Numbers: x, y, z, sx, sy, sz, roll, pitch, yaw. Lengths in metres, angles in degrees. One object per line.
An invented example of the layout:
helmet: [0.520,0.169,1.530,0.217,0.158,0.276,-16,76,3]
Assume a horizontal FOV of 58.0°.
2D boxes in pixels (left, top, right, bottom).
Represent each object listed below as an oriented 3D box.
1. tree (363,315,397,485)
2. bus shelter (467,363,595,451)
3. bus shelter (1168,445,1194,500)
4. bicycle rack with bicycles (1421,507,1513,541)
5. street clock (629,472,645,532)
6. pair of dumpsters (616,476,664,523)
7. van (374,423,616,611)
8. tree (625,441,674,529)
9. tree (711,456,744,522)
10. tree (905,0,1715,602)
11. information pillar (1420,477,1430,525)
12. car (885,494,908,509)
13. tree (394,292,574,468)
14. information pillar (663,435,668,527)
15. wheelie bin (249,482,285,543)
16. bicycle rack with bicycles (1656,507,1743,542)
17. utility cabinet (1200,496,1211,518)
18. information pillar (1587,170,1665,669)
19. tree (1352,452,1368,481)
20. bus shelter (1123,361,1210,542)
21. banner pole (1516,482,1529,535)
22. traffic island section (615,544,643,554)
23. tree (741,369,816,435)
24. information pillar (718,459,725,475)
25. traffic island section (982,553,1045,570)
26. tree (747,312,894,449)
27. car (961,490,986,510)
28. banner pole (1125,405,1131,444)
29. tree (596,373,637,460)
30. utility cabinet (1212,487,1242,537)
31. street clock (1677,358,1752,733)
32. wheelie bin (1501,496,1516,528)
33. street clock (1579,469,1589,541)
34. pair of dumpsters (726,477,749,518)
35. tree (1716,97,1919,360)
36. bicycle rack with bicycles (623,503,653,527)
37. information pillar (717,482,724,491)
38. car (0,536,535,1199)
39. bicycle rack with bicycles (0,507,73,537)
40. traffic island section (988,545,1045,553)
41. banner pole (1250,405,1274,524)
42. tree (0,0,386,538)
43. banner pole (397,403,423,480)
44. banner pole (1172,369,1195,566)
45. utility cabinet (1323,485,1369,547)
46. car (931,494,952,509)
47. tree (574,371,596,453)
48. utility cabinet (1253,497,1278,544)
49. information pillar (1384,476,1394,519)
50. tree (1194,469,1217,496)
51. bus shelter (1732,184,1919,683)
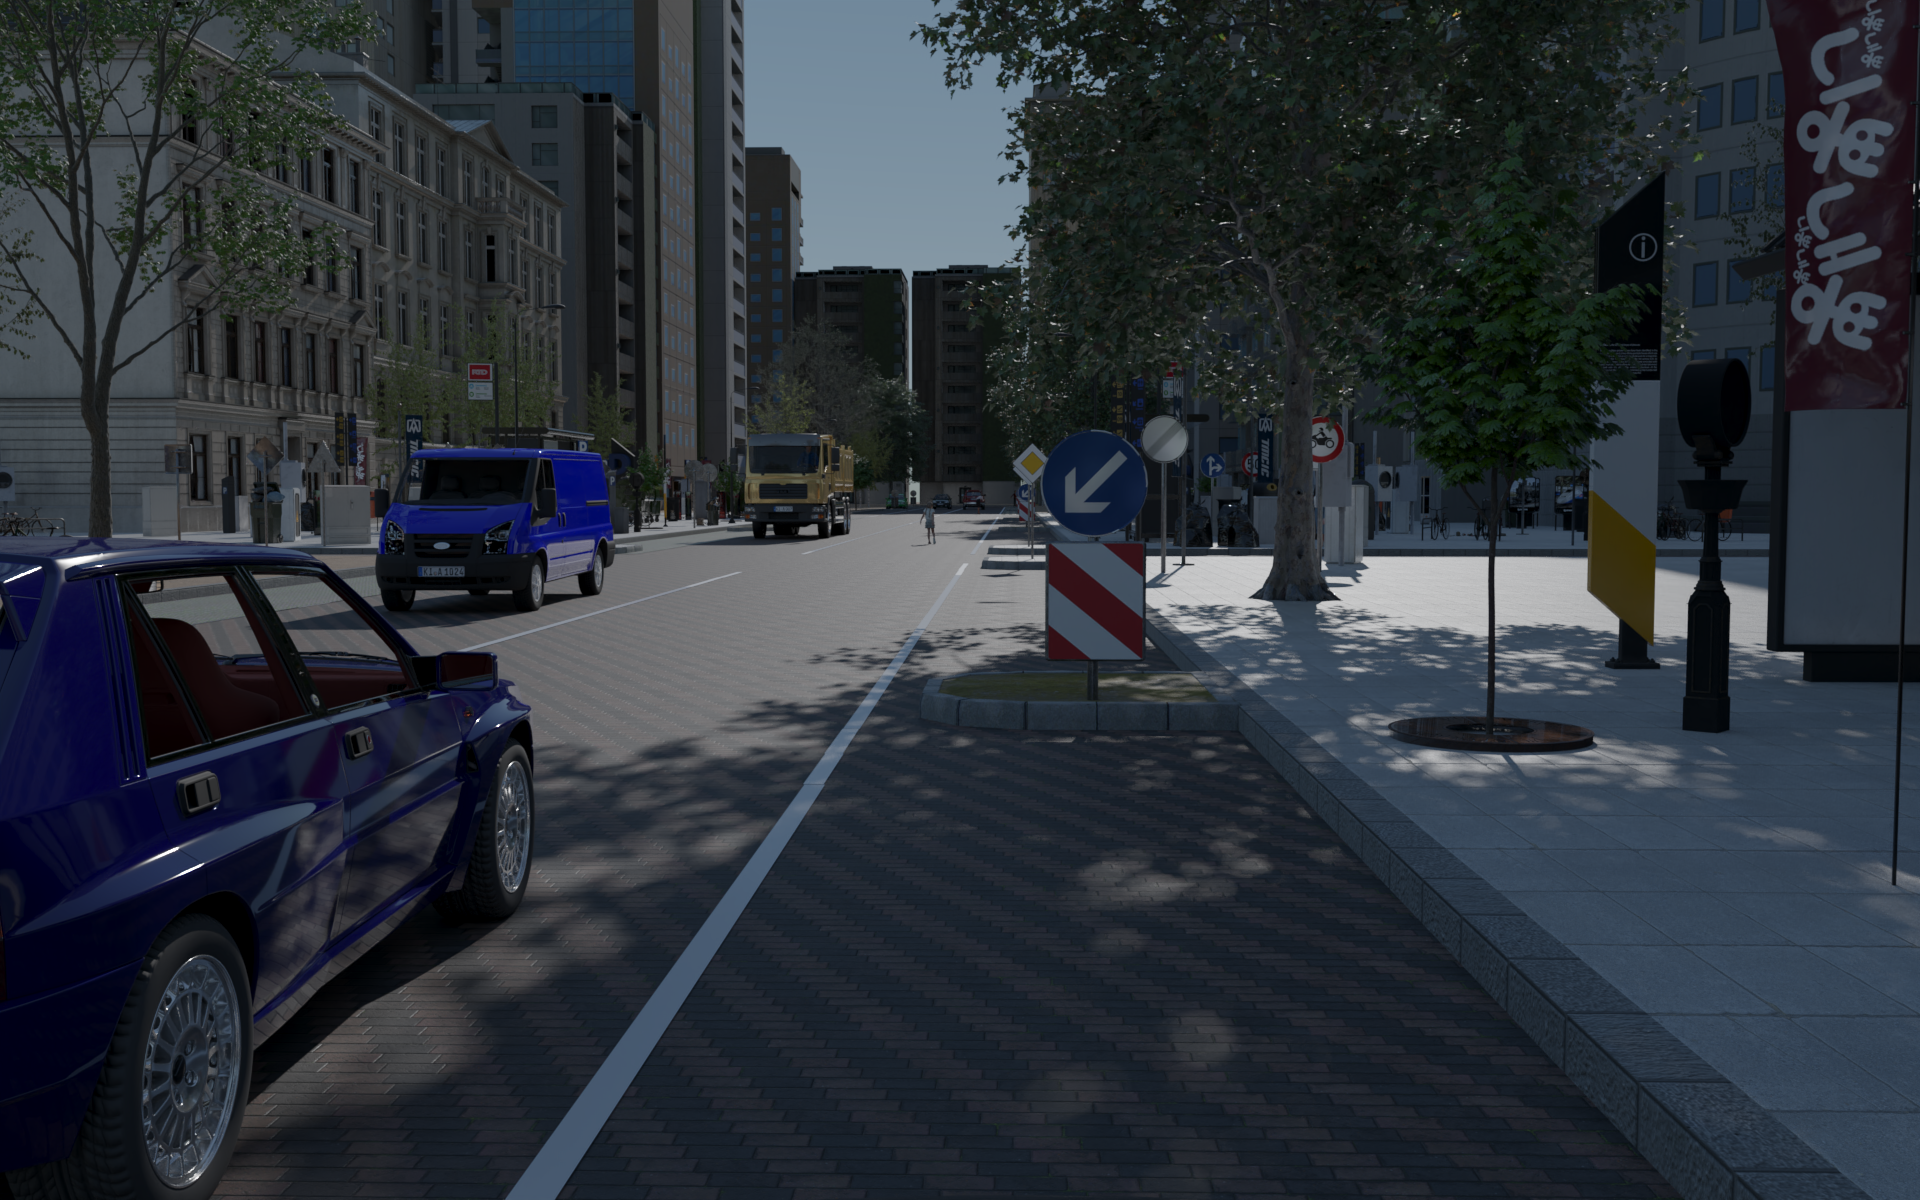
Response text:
tree: [-21.905,-7.248,68.872,4.737,8.622,4.395,0,3,0]
bus shelter: [-13.870,-4.771,55.643,2.179,5.291,8.768,0,4,2]
bus shelter: [7.344,-4.290,64.066,2.014,3.302,5.546,0,4,2]
bicycle rack with bicycles: [14.074,-2.130,48.212,2.852,0.926,2.925,2,4,24]
street clock: [-10.838,-3.275,58.110,0.471,2.002,0.358,1,4,10]
pair of dumpsters: [-14.275,-4.548,76.857,1.574,2.255,4.437,0,4,2]
van: [-6.074,-1.136,22.966,2.240,2.365,5.245,0,4,1]
tree: [-11.556,-4.221,63.608,1.663,3.219,1.824,0,3,0]
tree: [-10.643,-5.287,81.040,1.663,3.219,1.824,0,3,0]
tree: [4.156,-6.339,20.656,9.611,12.733,9.660,0,3,0]
information pillar: [19.617,-4.191,73.010,0.304,2.012,0.304,0,4,-8]
car: [-5.482,-8.663,150.442,1.959,1.807,4.718,0,4,1]
tree: [-17.457,-6.944,63.890,4.737,8.622,4.395,0,3,0]
information pillar: [-11.574,-4.685,67.949,0.183,3.616,0.504,-1,4,-8]
wheelie bin: [-18.033,-2.272,45.063,0.980,1.594,0.693,0,4,4]
bicycle rack with bicycles: [19.915,-2.088,47.517,2.925,0.926,2.852,-2,4,-31]
utility cabinet: [8.424,-2.878,58.210,0.306,1.237,1.020,-1,4,-16]
information pillar: [4.873,-1.303,12.656,0.504,3.616,0.183,0,4,1]
tree: [21.804,-7.120,100.123,4.285,4.588,4.351,0,3,0]
bus shelter: [5.623,-4.397,49.525,2.179,5.291,8.768,0,4,2]
banner pole: [17.752,-3.943,54.478,0.401,3.779,0.863,1,4,12]
traffic island section: [-8.987,-1.241,42.564,2.009,0.180,2.903,0,4,2]
tree: [-10.439,-9.270,101.920,4.360,8.622,3.978,0,3,0]
information pillar: [-15.924,-7.609,115.755,0.504,3.616,0.183,-3,5,-44]
traffic island section: [1.451,-0.732,34.246,2.009,0.180,2.903,0,4,2]
tree: [-9.323,-12.631,116.885,12.009,13.543,11.850,0,3,0]
car: [1.261,-9.200,159.093,2.281,1.827,5.304,0,3,0]
banner pole: [4.167,-3.223,42.709,0.863,3.779,0.401,-1,4,-9]
tree: [-21.094,-9.365,103.485,4.737,8.622,4.395,0,3,0]
utility cabinet: [7.886,-2.596,51.130,0.318,1.500,1.173,-1,4,-21]
street clock: [4.052,-0.292,9.346,0.358,2.002,0.471,3,5,43]
wheelie bin: [21.034,-3.557,66.058,0.693,1.594,0.980,0,4,3]
street clock: [17.228,-2.626,47.502,0.471,2.002,0.358,2,4,25]
pair of dumpsters: [-11.822,-5.609,94.200,1.574,2.255,4.437,0,4,2]
tree: [15.144,-4.868,29.955,4.360,8.622,3.978,0,3,0]
bicycle rack with bicycles: [-13.444,-3.299,67.323,2.925,0.926,2.852,-1,4,-8]
information pillar: [-12.582,-5.303,91.193,0.304,2.012,0.304,2,4,33]
car: [-2.355,0.483,4.690,1.945,1.354,3.894,0,4,0]
bicycle rack with bicycles: [-26.212,-2.090,47.556,2.852,0.926,2.925,2,4,27]
traffic island section: [1.699,-1.220,42.227,2.009,0.180,2.903,0,4,2]
banner pole: [8.184,-3.503,47.287,0.863,3.779,0.401,-1,4,-11]
tree: [-11.929,-5.999,23.837,9.928,11.665,9.643,0,3,0]
banner pole: [-15.277,-3.547,48.013,0.863,3.779,0.401,-2,4,-31]
banner pole: [3.920,-2.498,30.854,0.401,3.779,0.863,2,4,27]
utility cabinet: [9.285,-2.036,41.973,1.173,1.500,0.318,2,4,34]
car: [-1.714,-9.412,163.672,2.009,1.686,4.222,0,4,3]
tree: [-19.433,-7.696,76.198,4.737,8.622,4.395,0,3,0]
utility cabinet: [8.027,-2.028,44.319,1.020,1.237,0.306,-1,4,-20]
information pillar: [17.348,-4.010,70.051,0.304,2.012,0.304,-3,5,-43]
tree: [15.660,-7.001,109.074,1.663,3.219,1.824,0,3,0]
bus shelter: [6.263,-0.938,9.252,2.014,3.302,5.546,0,4,2]
